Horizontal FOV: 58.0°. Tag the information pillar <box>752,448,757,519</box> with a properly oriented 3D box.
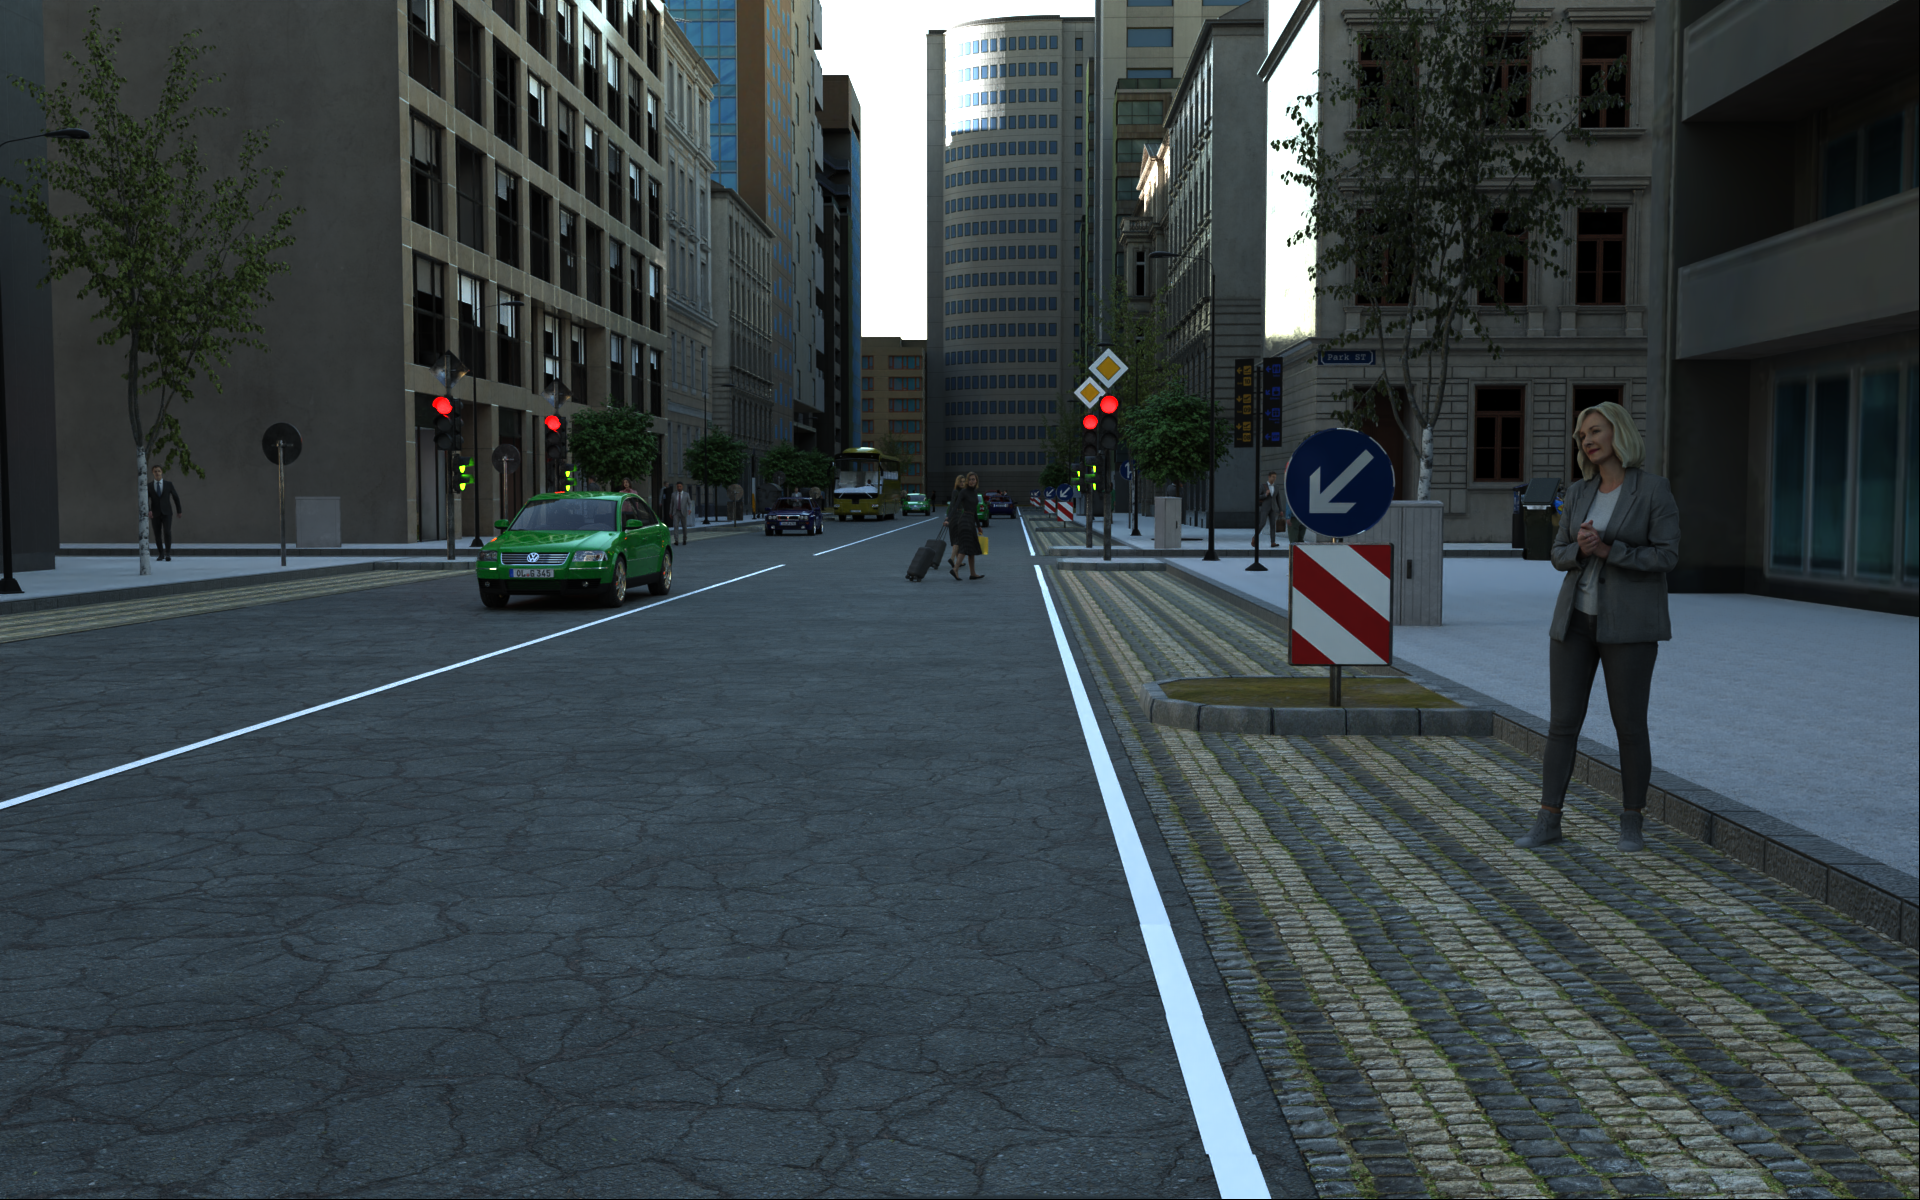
[{"bbox_3d":[-10.428,-5.885,87.577,0.183,3.616,0.504,0,4,2],"label":"information pillar"}]

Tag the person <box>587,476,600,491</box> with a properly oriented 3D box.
[{"bbox_3d":[-11.346,-2.891,53.119,0.447,1.846,0.655,1,4,19],"label":"person"}]

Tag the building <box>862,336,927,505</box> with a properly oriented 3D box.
[{"bbox_3d":[-18.437,-22.797,217.775,28.899,21.520,27.650,0,4,2],"label":"building"}]

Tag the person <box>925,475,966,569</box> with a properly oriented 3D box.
[{"bbox_3d":[-0.268,-1.519,33.546,0.699,1.804,1.509,3,5,40],"label":"person"}]

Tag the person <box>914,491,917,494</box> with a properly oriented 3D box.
[{"bbox_3d":[-4.528,-9.993,172.609,0.721,1.736,1.217,-3,4,-36],"label":"person"}]

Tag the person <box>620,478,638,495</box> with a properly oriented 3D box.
[{"bbox_3d":[-7.889,-1.986,40.984,0.555,1.821,0.388,-1,4,-18],"label":"person"}]

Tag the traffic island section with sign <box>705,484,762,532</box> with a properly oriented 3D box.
[{"bbox_3d":[-8.642,-3.535,66.432,1.989,1.847,2.006,0,4,2],"label":"traffic island section with sign"}]

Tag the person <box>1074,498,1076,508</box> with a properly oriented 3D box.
[{"bbox_3d":[10.669,-9.316,159.074,0.721,1.735,1.217,-2,4,-30],"label":"person"}]

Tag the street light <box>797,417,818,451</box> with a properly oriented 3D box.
[{"bbox_3d":[-9.286,-8.075,104.573,1.470,5.913,1.316,0,4,2],"label":"street light"}]

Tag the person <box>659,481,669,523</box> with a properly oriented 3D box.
[{"bbox_3d":[-12.058,-3.974,71.145,0.853,1.813,0.709,2,4,23],"label":"person"}]

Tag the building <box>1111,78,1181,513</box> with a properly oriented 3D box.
[{"bbox_3d":[17.777,-21.536,123.815,14.160,30.474,14.107,0,4,2],"label":"building"}]

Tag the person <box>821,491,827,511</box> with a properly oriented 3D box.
[{"bbox_3d":[-10.541,-7.803,133.610,0.705,1.826,1.348,1,4,10],"label":"person"}]

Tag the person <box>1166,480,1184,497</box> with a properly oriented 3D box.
[{"bbox_3d":[6.394,-2.766,51.456,0.473,1.802,0.592,0,4,-4],"label":"person"}]

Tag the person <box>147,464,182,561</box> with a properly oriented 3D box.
[{"bbox_3d":[-15.294,-1.674,33.184,0.659,1.850,0.755,-1,4,-20],"label":"person"}]

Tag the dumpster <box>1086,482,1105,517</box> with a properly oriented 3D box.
[{"bbox_3d":[6.516,-4.582,80.668,1.264,1.857,1.865,0,4,2],"label":"dumpster"}]

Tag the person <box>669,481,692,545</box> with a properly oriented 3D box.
[{"bbox_3d":[-7.811,-2.426,48.439,0.678,1.792,0.850,0,4,0],"label":"person"}]

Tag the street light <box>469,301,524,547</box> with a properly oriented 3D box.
[{"bbox_3d":[-11.176,-4.238,41.840,1.470,5.913,1.316,0,4,2],"label":"street light"}]

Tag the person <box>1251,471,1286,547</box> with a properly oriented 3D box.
[{"bbox_3d":[7.441,-2.187,41.767,0.622,1.834,0.822,-2,4,-27],"label":"person"}]

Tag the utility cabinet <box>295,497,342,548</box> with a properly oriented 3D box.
[{"bbox_3d":[-15.385,-1.857,41.529,1.020,1.237,0.306,-1,4,-20],"label":"utility cabinet"}]

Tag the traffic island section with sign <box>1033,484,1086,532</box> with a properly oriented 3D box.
[{"bbox_3d":[3.873,-3.511,66.040,1.989,1.847,2.006,0,4,2],"label":"traffic island section with sign"}]

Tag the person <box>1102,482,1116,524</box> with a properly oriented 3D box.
[{"bbox_3d":[6.467,-4.163,74.352,0.600,1.795,0.529,2,4,35],"label":"person"}]

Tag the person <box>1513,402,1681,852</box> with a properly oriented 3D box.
[{"bbox_3d":[2.571,0.109,6.902,0.526,1.800,0.537,-2,4,-32],"label":"person"}]

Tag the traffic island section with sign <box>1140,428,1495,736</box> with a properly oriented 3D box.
[{"bbox_3d":[2.191,-0.155,11.155,1.989,1.847,2.006,0,4,2],"label":"traffic island section with sign"}]

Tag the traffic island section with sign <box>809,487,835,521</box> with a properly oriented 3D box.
[{"bbox_3d":[-7.807,-5.195,93.570,1.989,1.847,2.006,0,4,2],"label":"traffic island section with sign"}]

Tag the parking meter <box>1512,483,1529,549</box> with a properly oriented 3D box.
[{"bbox_3d":[13.228,-1.985,40.858,0.372,1.533,0.369,0,3,0],"label":"parking meter"}]

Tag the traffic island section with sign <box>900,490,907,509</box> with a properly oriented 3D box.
[{"bbox_3d":[-5.459,-9.900,170.495,1.989,1.847,2.006,0,4,2],"label":"traffic island section with sign"}]

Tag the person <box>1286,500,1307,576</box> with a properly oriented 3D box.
[{"bbox_3d":[5.269,-1.257,26.945,0.601,1.785,0.444,-2,4,-27],"label":"person"}]

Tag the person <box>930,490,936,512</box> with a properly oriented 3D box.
[{"bbox_3d":[-2.163,-7.799,136.845,0.721,1.723,1.217,1,4,17],"label":"person"}]

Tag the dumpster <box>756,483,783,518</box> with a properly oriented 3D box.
[{"bbox_3d":[-10.118,-5.268,91.885,1.264,1.857,1.865,0,4,2],"label":"dumpster"}]

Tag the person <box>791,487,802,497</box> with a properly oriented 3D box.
[{"bbox_3d":[-8.248,-4.833,87.713,0.606,1.804,0.583,-1,4,-14],"label":"person"}]

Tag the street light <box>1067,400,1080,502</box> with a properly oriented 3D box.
[{"bbox_3d":[5.966,-6.902,85.395,1.470,5.913,1.316,0,4,2],"label":"street light"}]

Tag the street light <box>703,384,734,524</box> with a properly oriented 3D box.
[{"bbox_3d":[-10.227,-6.162,73.296,1.470,5.913,1.316,0,4,2],"label":"street light"}]

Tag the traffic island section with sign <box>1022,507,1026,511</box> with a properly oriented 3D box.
[{"bbox_3d":[6.252,-8.263,143.727,1.989,1.847,2.006,0,4,2],"label":"traffic island section with sign"}]

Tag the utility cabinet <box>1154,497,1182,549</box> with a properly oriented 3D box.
[{"bbox_3d":[4.929,-1.823,40.971,0.306,1.237,1.020,2,4,29],"label":"utility cabinet"}]

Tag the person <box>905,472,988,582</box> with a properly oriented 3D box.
[{"bbox_3d":[-0.188,-1.224,28.733,1.509,1.804,0.699,-2,4,-24],"label":"person"}]

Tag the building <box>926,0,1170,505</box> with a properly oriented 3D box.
[{"bbox_3d":[10.125,-41.011,212.528,28.212,58.520,21.231,0,4,2],"label":"building"}]

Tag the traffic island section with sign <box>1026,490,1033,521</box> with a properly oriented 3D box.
[{"bbox_3d":[4.702,-5.159,92.983,1.989,1.847,2.006,0,4,2],"label":"traffic island section with sign"}]

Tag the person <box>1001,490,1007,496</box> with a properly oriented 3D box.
[{"bbox_3d":[3.027,-6.804,120.553,0.742,1.727,0.445,3,5,43],"label":"person"}]

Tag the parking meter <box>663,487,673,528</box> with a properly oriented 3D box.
[{"bbox_3d":[-11.182,-3.547,66.399,0.372,1.533,0.369,0,3,0],"label":"parking meter"}]

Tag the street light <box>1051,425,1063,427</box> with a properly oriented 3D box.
[{"bbox_3d":[6.836,-8.799,116.407,1.470,5.913,1.316,0,4,2],"label":"street light"}]

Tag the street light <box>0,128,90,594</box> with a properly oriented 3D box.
[{"bbox_3d":[-11.752,-3.036,22.177,1.470,5.913,1.316,0,4,2],"label":"street light"}]

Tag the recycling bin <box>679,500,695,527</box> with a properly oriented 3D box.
[{"bbox_3d":[-10.835,-3.393,68.037,0.722,1.027,0.722,0,4,3],"label":"recycling bin"}]

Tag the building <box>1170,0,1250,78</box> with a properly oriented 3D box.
[{"bbox_3d":[21.672,-36.824,144.064,21.231,58.520,28.212,0,4,2],"label":"building"}]

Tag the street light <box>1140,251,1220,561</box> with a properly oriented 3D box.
[{"bbox_3d":[4.313,-3.716,33.301,1.470,5.913,1.316,0,4,2],"label":"street light"}]

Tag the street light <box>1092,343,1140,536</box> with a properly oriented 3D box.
[{"bbox_3d":[4.886,-4.937,53.257,1.470,5.913,1.316,0,4,2],"label":"street light"}]

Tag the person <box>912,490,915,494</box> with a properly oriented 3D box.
[{"bbox_3d":[-5.006,-11.054,188.871,0.705,1.869,1.348,1,4,20],"label":"person"}]

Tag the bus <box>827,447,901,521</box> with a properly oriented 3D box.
[{"bbox_3d":[-5.049,-6.323,94.920,2.896,3.916,12.252,0,4,3],"label":"bus"}]

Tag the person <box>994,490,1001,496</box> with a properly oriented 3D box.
[{"bbox_3d":[2.860,-7.260,127.911,1.217,1.736,0.721,2,4,28],"label":"person"}]

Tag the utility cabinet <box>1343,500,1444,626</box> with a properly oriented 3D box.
[{"bbox_3d":[4.188,-0.355,16.963,1.020,1.237,0.306,0,4,7],"label":"utility cabinet"}]
